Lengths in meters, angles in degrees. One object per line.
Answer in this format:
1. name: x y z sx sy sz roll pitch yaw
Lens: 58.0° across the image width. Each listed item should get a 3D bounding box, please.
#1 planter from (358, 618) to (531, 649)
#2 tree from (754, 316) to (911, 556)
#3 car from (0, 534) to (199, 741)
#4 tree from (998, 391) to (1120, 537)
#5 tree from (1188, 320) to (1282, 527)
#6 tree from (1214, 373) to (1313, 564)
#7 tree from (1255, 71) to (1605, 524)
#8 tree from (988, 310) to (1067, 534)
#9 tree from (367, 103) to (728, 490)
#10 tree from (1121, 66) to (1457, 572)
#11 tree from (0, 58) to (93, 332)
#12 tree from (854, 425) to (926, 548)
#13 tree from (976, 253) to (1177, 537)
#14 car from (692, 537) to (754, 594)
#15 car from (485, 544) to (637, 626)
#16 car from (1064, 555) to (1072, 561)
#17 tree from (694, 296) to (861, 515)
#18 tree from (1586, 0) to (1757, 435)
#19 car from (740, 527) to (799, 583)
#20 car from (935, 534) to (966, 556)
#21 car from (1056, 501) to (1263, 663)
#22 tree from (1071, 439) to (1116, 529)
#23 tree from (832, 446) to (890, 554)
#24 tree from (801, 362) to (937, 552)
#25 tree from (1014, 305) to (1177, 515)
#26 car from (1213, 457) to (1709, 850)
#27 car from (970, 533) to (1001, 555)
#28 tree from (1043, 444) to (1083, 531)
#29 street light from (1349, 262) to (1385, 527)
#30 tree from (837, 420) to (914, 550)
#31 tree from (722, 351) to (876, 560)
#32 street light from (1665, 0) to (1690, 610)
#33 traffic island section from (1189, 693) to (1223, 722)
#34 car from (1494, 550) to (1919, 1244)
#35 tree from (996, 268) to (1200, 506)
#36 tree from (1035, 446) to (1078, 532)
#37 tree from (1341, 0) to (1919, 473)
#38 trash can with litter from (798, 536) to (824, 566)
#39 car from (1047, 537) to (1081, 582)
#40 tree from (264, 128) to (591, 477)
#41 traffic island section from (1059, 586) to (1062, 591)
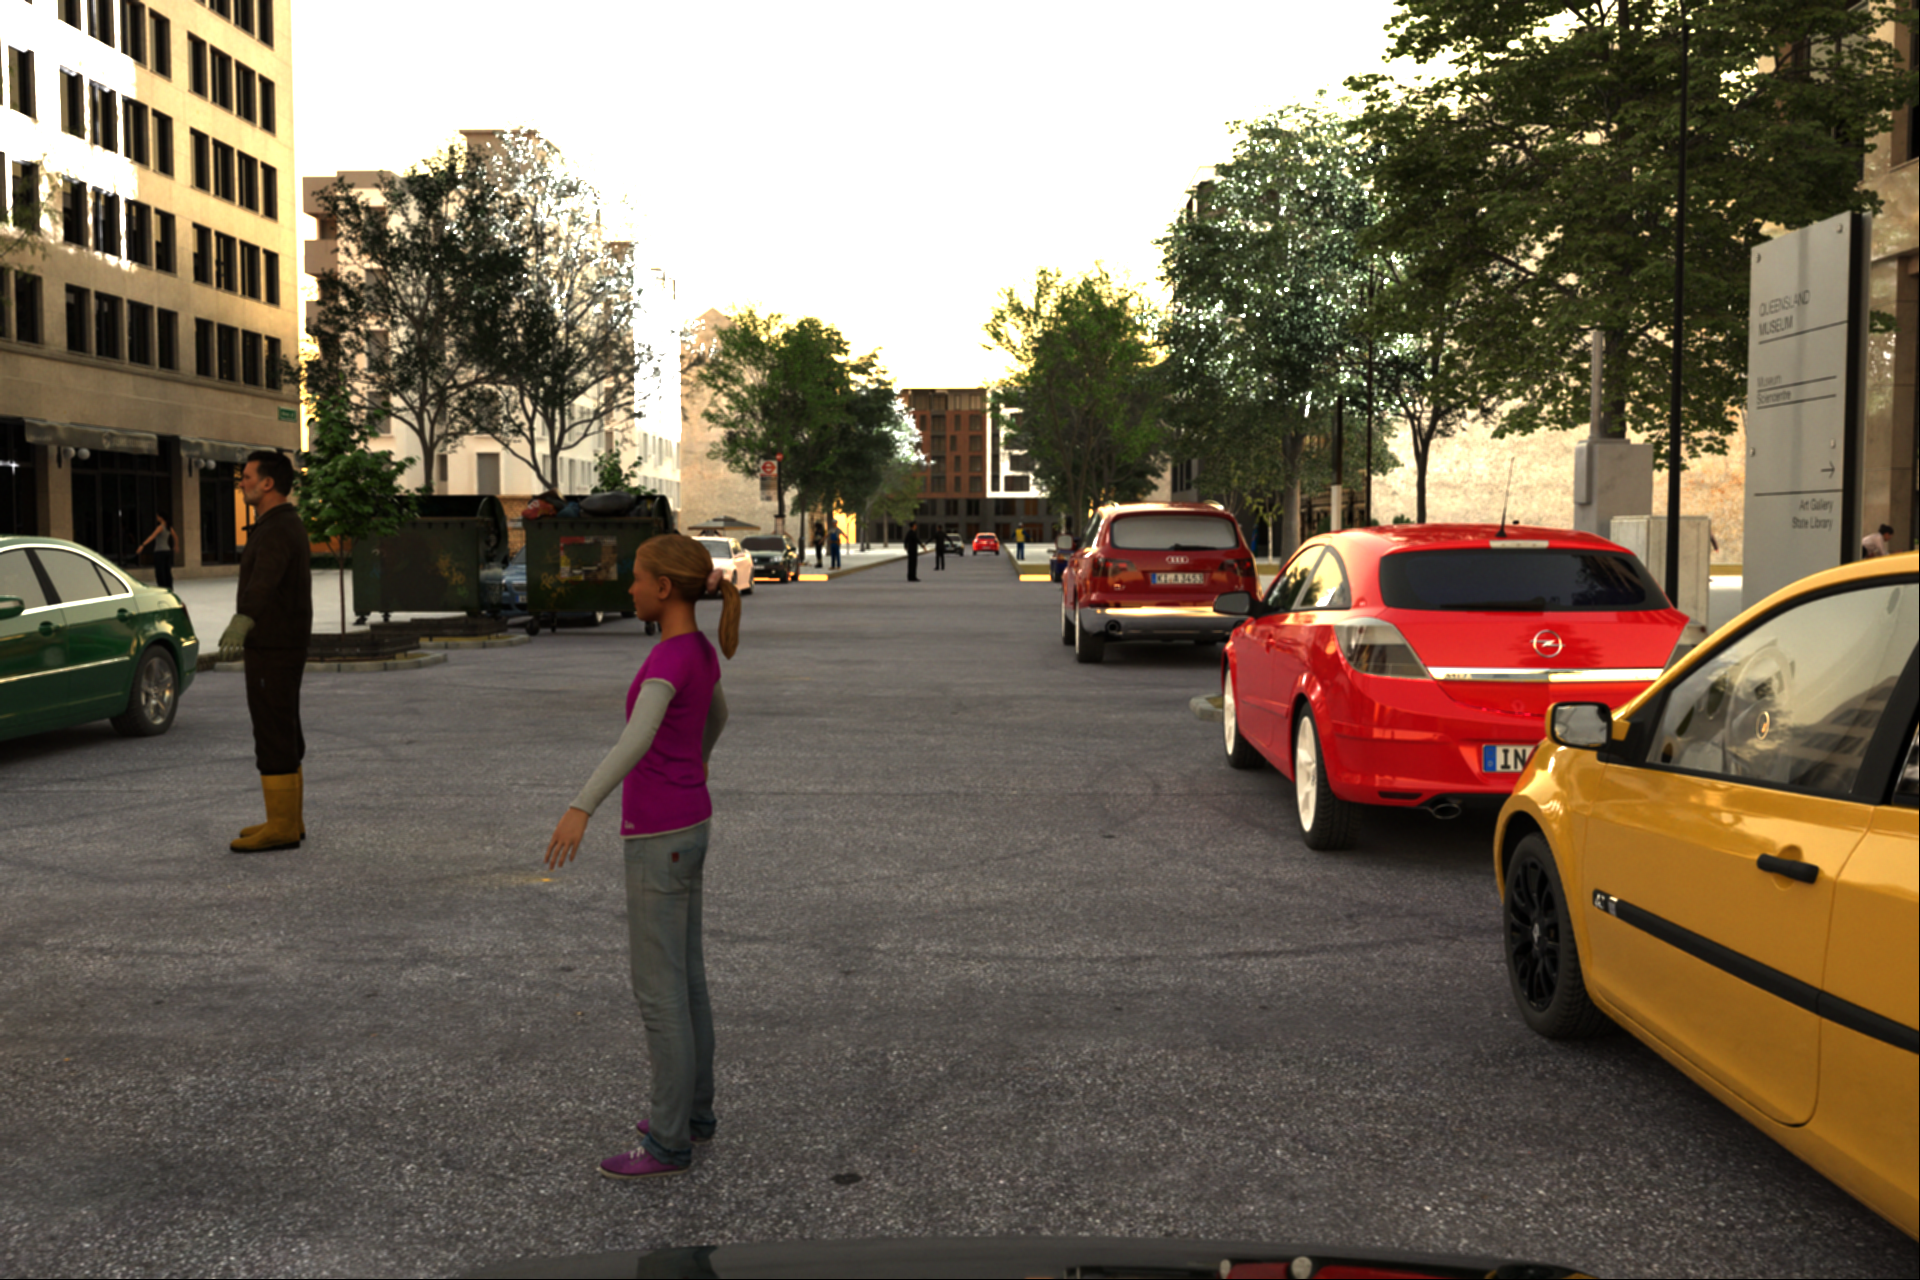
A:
1. planter: -6.690 -0.083 22.498 1.991 0.319 1.994 0 4 1
2. tree: -7.542 -11.881 100.913 9.857 13.997 8.962 0 3 0
3. car: -6.632 0.051 10.972 2.131 1.459 4.920 0 4 1
4. tree: 7.688 -12.537 115.351 12.009 13.543 11.850 0 3 0
5. tree: 9.255 -6.612 58.475 4.737 8.622 4.395 0 3 0
6. tree: 12.923 -7.476 72.598 4.737 8.622 4.395 0 3 0
7. tree: 9.401 -6.213 36.001 7.601 10.594 8.767 -2 4 -33
8. tree: 8.292 -17.714 145.508 12.611 20.169 13.585 0 3 0
9. tree: -12.012 -8.570 50.495 12.009 13.543 11.850 0 3 0
10. tree: 9.218 -8.674 48.467 9.857 13.997 8.962 0 3 0
11. tree: -12.871 -4.224 19.417 4.360 8.622 3.978 0 3 0
12. tree: -7.111 -14.602 156.874 7.486 12.596 7.792 0 3 0
13. tree: 4.369 -8.546 65.488 9.928 11.665 9.643 0 3 0
14. car: -5.880 -1.682 39.861 2.083 1.381 4.827 0 4 1
15. car: -6.442 -1.006 28.458 2.014 1.417 4.499 0 4 1
16. car: 3.084 -1.469 34.247 2.015 1.641 3.980 0 4 1
17. tree: -7.986 -9.217 76.460 9.928 11.665 9.643 0 3 0
18. tree: 26.649 -12.417 58.901 12.611 20.169 13.585 0 3 0
19. car: -5.825 -2.563 51.697 2.009 1.686 4.222 0 4 1
20. car: -0.612 -6.323 113.170 2.009 1.686 4.222 0 4 1
21. car: 2.317 -0.742 20.802 2.281 1.827 5.304 0 4 1
22. tree: 7.516 -9.540 106.334 4.737 8.622 4.395 0 3 0
23. tree: -6.922 -9.752 109.814 4.737 8.622 4.395 0 3 0
24. tree: -6.835 -13.017 123.202 12.009 13.543 11.850 0 3 0
25. tree: 7.433 -11.391 92.894 9.857 13.997 8.962 0 3 0
26. car: 2.495 -0.016 9.309 2.155 1.783 4.494 0 4 2
27. car: 1.786 -6.756 119.501 2.155 1.783 4.494 0 4 0
28. tree: 8.532 -11.186 133.245 4.737 8.622 4.395 0 3 0
29. street light: 7.037 -3.486 29.783 0.468 5.910 1.993 0 4 2
30. tree: -7.252 -13.043 139.011 9.928 11.665 9.643 0 3 0
31. tree: -7.894 -9.199 84.824 8.767 10.594 7.601 1 4 11
32. street light: 6.519 -2.560 14.395 1.470 5.913 1.316 0 4 2
33. traffic island section: 2.863 0.554 13.813 1.991 0.108 1.994 0 4 2
34. car: 2.473 0.394 3.776 2.015 1.641 3.980 0 3 0
35. tree: 6.775 -10.446 81.164 12.009 13.543 11.850 0 3 0
36. tree: 7.739 -10.780 126.618 4.737 8.622 4.395 0 3 0
37. tree: 8.798 -6.419 23.084 7.486 12.596 7.792 0 3 0
38. trash can with litter: -6.271 -3.624 70.303 1.678 1.210 2.233 0 4 3
39. car: 3.641 -2.448 52.600 1.945 1.354 3.894 0 4 1
40. tree: -11.821 -6.405 39.128 7.601 10.594 8.767 -3 5 -41
41. traffic island section: 3.523 -1.303 44.177 1.991 0.108 1.994 0 4 1
